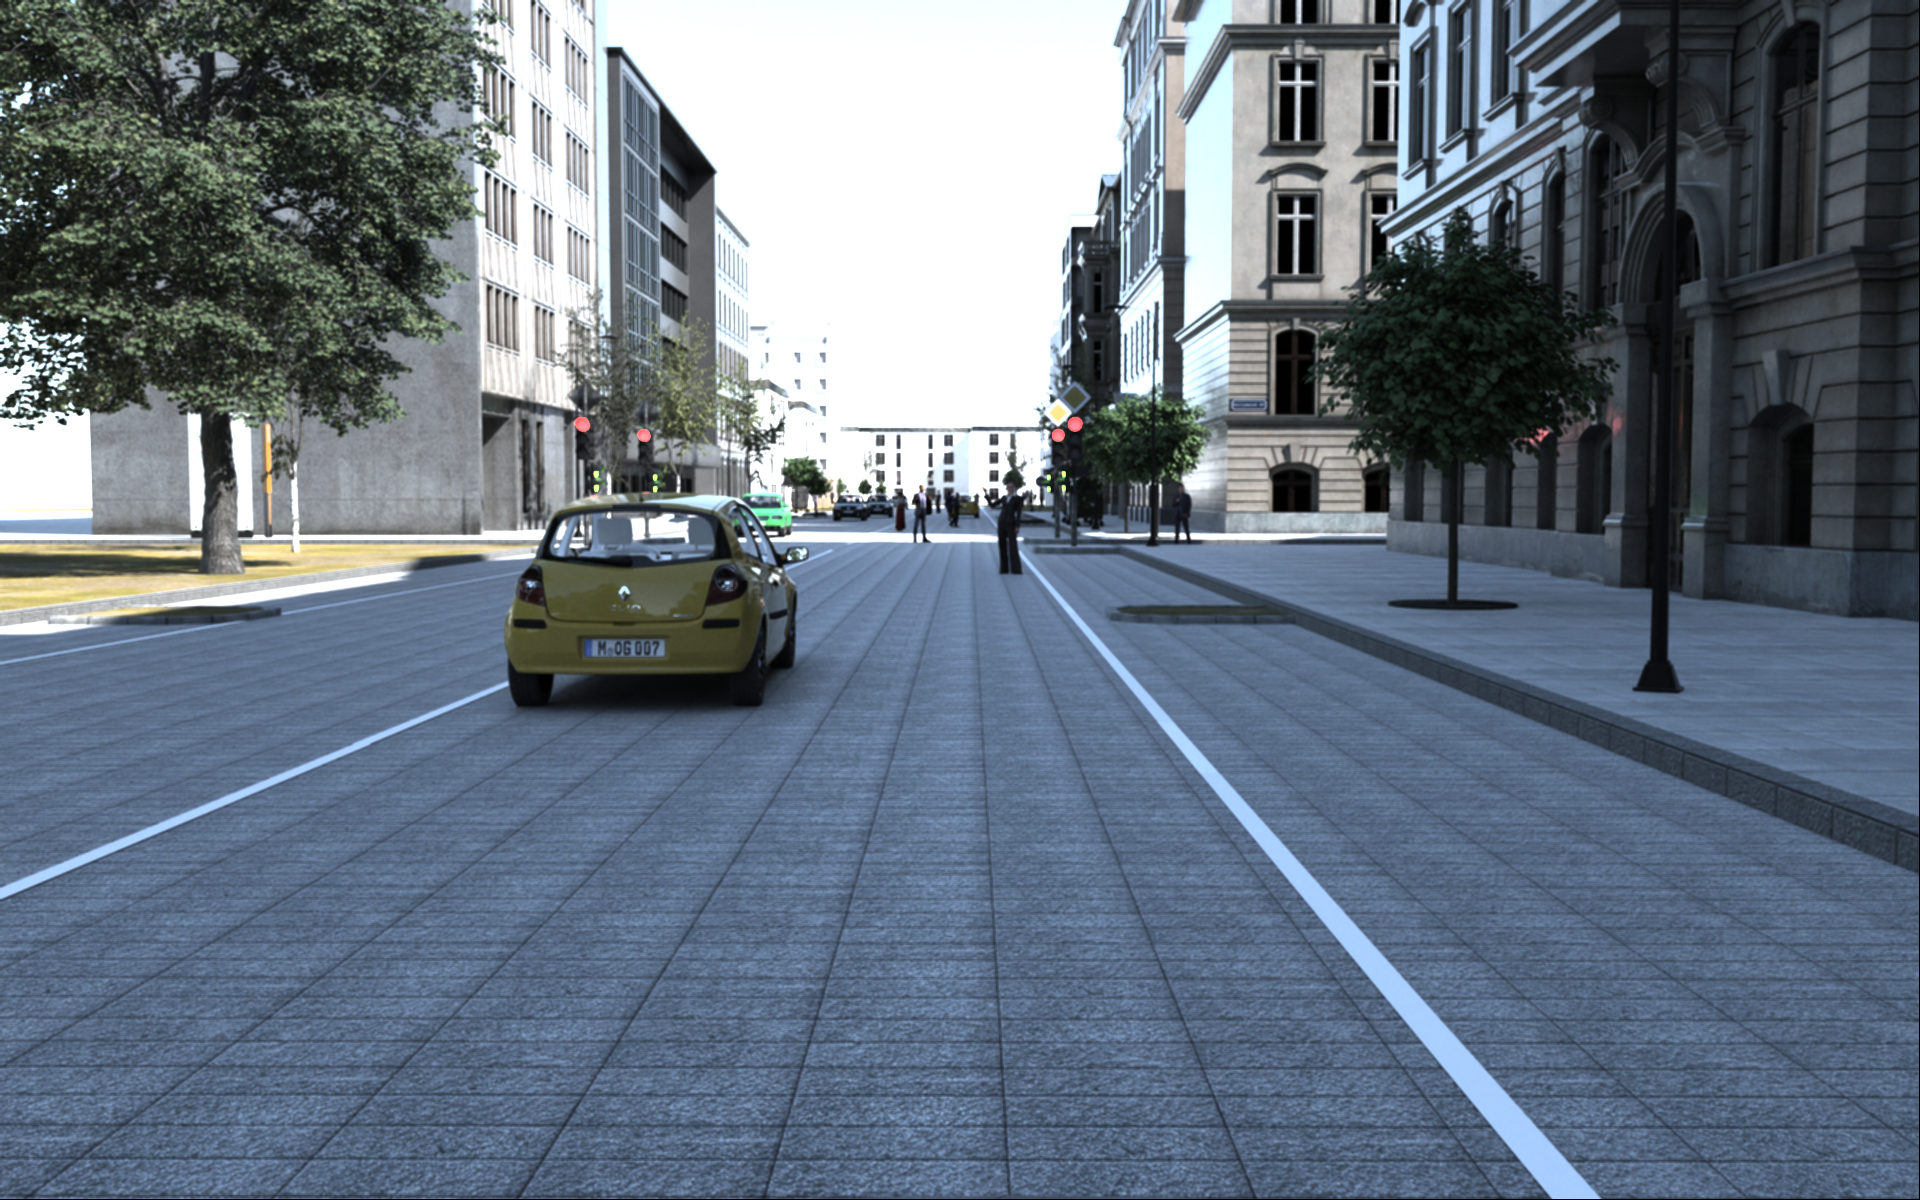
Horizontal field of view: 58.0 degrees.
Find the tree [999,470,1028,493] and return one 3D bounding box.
[{"bbox_3d":[6.161,-13.387,202.597,4.285,4.588,4.351,0,3,0],"label":"tree"}]

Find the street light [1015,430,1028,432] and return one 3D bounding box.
[{"bbox_3d":[4.671,-9.333,125.134,1.470,5.913,1.316,0,4,0],"label":"street light"}]

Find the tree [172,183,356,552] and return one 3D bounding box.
[{"bbox_3d":[-14.952,-5.362,38.034,4.360,8.622,3.978,0,3,0],"label":"tree"}]

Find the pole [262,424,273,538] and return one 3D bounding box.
[{"bbox_3d":[-20.245,-3.473,50.628,0.158,3.312,0.155,0,3,0],"label":"pole"}]

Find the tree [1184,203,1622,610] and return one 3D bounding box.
[{"bbox_3d":[5.605,-2.208,19.815,4.285,4.588,4.351,0,3,0],"label":"tree"}]

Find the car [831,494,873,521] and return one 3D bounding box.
[{"bbox_3d":[-5.936,-5.139,93.812,2.009,1.686,4.222,0,4,-1],"label":"car"}]

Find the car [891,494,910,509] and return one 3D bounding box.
[{"bbox_3d":[-5.732,-9.246,163.169,2.014,1.417,4.499,0,4,-2],"label":"car"}]

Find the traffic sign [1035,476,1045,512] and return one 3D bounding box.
[{"bbox_3d":[5.738,-7.551,123.569,0.768,2.556,0.104,0,4,6],"label":"traffic sign"}]

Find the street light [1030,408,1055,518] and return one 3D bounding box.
[{"bbox_3d":[4.582,-7.416,93.794,1.470,5.913,1.316,0,4,0],"label":"street light"}]

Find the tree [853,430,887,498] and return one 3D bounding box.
[{"bbox_3d":[-10.448,-15.064,196.652,4.360,8.622,3.978,0,3,0],"label":"tree"}]

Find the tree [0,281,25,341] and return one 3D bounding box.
[{"bbox_3d":[-24.045,-7.079,37.794,6.751,12.117,7.091,0,3,0],"label":"tree"}]

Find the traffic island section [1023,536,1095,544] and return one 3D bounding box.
[{"bbox_3d":[2.867,-1.733,50.616,2.009,0.180,2.903,0,4,0],"label":"traffic island section"}]

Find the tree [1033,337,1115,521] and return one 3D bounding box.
[{"bbox_3d":[5.260,-8.025,81.578,4.737,8.622,4.395,0,3,0],"label":"tree"}]

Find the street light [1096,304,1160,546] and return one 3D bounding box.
[{"bbox_3d":[4.205,-4.279,42.497,1.470,5.913,1.316,0,4,0],"label":"street light"}]

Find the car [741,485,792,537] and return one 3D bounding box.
[{"bbox_3d":[-6.676,-3.043,58.554,1.959,1.807,4.718,0,4,-2],"label":"car"}]

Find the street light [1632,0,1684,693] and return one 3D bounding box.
[{"bbox_3d":[4.026,-2.362,11.157,1.470,5.913,1.316,0,4,0],"label":"street light"}]

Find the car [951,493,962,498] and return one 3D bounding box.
[{"bbox_3d":[-0.096,-8.130,141.963,2.155,1.783,4.494,0,4,2],"label":"car"}]

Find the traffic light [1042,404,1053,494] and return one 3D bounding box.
[{"bbox_3d":[2.827,-3.747,50.503,0.839,4.213,0.868,0,4,0],"label":"traffic light"}]

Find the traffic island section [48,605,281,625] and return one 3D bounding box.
[{"bbox_3d":[-9.006,0.178,19.956,1.991,0.108,1.994,0,4,0],"label":"traffic island section"}]

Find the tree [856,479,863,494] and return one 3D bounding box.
[{"bbox_3d":[-10.615,-11.738,186.520,1.663,3.219,1.824,0,3,0],"label":"tree"}]

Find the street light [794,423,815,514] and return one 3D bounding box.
[{"bbox_3d":[-10.180,-8.612,113.344,1.470,5.913,1.316,0,4,0],"label":"street light"}]

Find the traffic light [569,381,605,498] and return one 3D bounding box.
[{"bbox_3d":[-9.176,-3.261,42.564,0.839,4.213,0.868,0,4,0],"label":"traffic light"}]

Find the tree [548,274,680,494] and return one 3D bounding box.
[{"bbox_3d":[-11.758,-6.641,58.944,4.360,8.622,3.978,0,3,0],"label":"tree"}]

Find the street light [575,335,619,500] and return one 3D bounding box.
[{"bbox_3d":[-10.652,-4.776,50.633,1.470,5.913,1.316,0,4,0],"label":"street light"}]

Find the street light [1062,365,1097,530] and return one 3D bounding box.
[{"bbox_3d":[4.348,-5.491,62.318,1.470,5.913,1.316,0,4,0],"label":"street light"}]

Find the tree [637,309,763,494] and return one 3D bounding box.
[{"bbox_3d":[-11.319,-7.320,70.040,4.737,8.622,4.395,0,3,0],"label":"tree"}]

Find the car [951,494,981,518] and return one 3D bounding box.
[{"bbox_3d":[0.268,-5.763,104.440,2.015,1.641,3.980,0,4,-1],"label":"car"}]

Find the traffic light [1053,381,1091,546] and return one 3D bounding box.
[{"bbox_3d":[2.786,-3.258,42.518,0.839,4.213,0.868,0,4,0],"label":"traffic light"}]

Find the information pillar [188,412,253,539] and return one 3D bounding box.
[{"bbox_3d":[-21.321,-3.586,49.951,1.656,3.620,0.184,-1,4,-17],"label":"information pillar"}]

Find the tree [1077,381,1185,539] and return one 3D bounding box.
[{"bbox_3d":[5.675,-4.086,50.520,4.285,4.588,4.351,0,3,0],"label":"tree"}]

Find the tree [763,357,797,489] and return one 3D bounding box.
[{"bbox_3d":[-10.837,-8.598,90.942,4.737,8.622,4.395,0,3,0],"label":"tree"}]

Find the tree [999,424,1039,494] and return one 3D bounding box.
[{"bbox_3d":[5.985,-14.091,180.742,4.360,8.622,3.978,0,3,0],"label":"tree"}]

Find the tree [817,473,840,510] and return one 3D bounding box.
[{"bbox_3d":[-11.217,-8.940,140.767,1.663,3.219,1.824,0,3,0],"label":"tree"}]

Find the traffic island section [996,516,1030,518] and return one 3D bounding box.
[{"bbox_3d":[3.130,-4.919,103.287,1.991,0.108,1.994,0,4,0],"label":"traffic island section"}]

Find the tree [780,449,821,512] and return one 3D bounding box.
[{"bbox_3d":[-11.598,-8.728,126.424,4.285,4.588,4.351,0,3,0],"label":"tree"}]

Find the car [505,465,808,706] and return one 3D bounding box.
[{"bbox_3d":[-2.197,-0.177,13.123,2.015,1.641,3.980,0,4,-1],"label":"car"}]

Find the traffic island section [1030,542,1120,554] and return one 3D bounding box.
[{"bbox_3d":[2.826,-1.245,42.631,2.009,0.180,2.903,0,4,0],"label":"traffic island section"}]

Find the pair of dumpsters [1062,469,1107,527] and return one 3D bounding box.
[{"bbox_3d":[5.037,-4.129,69.996,1.574,2.255,4.436,0,4,0],"label":"pair of dumpsters"}]

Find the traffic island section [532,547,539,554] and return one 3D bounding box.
[{"bbox_3d":[-9.216,-1.249,42.698,2.009,0.180,2.903,0,4,0],"label":"traffic island section"}]

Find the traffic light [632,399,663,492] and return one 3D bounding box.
[{"bbox_3d":[-9.134,-3.750,50.549,0.839,4.213,0.868,0,4,0],"label":"traffic light"}]

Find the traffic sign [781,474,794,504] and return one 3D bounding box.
[{"bbox_3d":[-11.002,-6.755,110.452,0.884,2.594,0.081,0,4,6],"label":"traffic sign"}]

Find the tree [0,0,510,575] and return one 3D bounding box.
[{"bbox_3d":[-11.901,-7.382,27.354,9.857,13.997,8.962,0,3,0],"label":"tree"}]

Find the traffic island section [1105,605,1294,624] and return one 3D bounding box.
[{"bbox_3d":[2.705,0.171,20.065,1.991,0.108,1.994,0,4,0],"label":"traffic island section"}]

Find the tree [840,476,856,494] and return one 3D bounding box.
[{"bbox_3d":[-11.549,-10.575,167.505,1.663,3.219,1.824,0,3,0],"label":"tree"}]

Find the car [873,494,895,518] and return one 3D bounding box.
[{"bbox_3d":[-5.007,-5.931,106.756,2.009,1.686,4.222,0,4,-1],"label":"car"}]

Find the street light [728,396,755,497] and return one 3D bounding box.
[{"bbox_3d":[-10.390,-6.695,82.004,1.470,5.913,1.316,0,4,0],"label":"street light"}]
